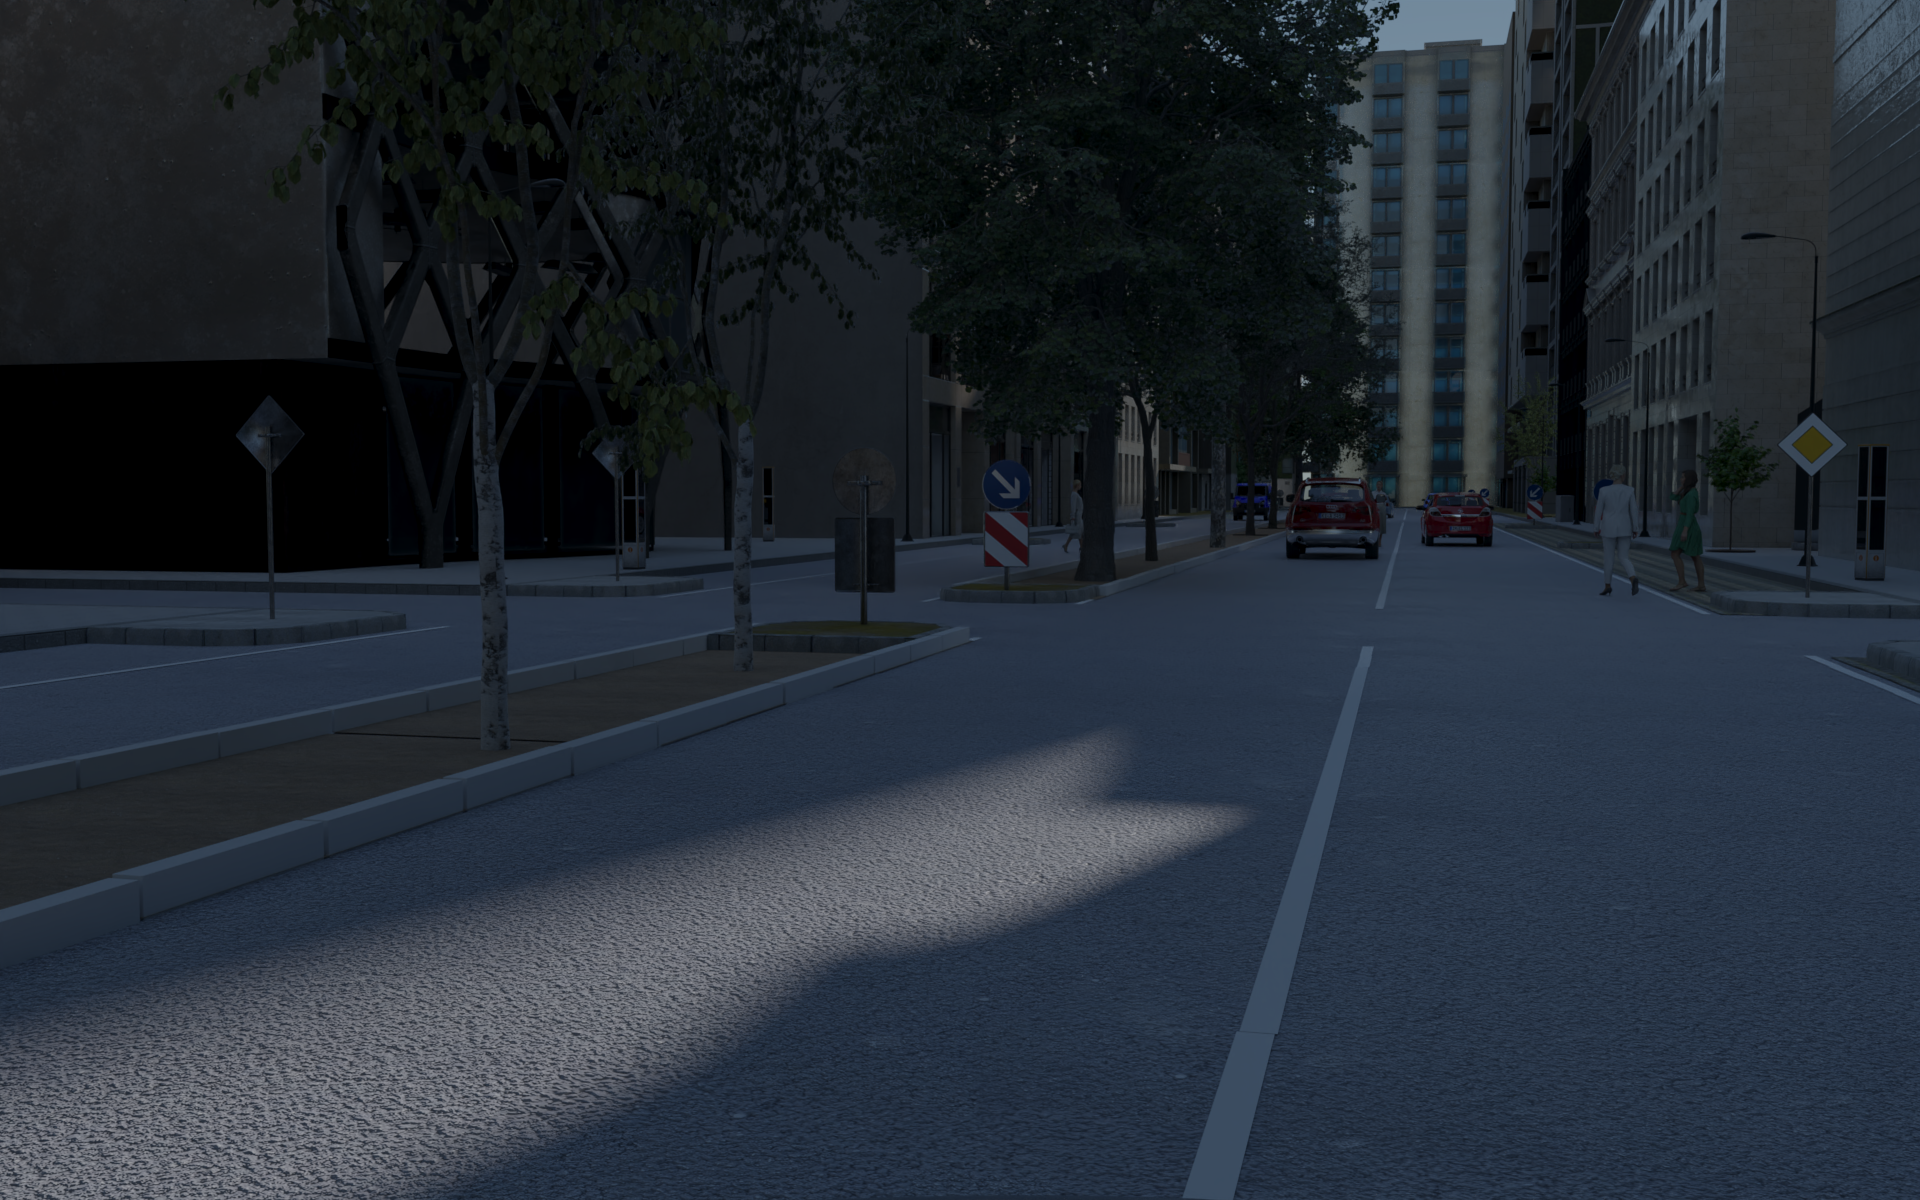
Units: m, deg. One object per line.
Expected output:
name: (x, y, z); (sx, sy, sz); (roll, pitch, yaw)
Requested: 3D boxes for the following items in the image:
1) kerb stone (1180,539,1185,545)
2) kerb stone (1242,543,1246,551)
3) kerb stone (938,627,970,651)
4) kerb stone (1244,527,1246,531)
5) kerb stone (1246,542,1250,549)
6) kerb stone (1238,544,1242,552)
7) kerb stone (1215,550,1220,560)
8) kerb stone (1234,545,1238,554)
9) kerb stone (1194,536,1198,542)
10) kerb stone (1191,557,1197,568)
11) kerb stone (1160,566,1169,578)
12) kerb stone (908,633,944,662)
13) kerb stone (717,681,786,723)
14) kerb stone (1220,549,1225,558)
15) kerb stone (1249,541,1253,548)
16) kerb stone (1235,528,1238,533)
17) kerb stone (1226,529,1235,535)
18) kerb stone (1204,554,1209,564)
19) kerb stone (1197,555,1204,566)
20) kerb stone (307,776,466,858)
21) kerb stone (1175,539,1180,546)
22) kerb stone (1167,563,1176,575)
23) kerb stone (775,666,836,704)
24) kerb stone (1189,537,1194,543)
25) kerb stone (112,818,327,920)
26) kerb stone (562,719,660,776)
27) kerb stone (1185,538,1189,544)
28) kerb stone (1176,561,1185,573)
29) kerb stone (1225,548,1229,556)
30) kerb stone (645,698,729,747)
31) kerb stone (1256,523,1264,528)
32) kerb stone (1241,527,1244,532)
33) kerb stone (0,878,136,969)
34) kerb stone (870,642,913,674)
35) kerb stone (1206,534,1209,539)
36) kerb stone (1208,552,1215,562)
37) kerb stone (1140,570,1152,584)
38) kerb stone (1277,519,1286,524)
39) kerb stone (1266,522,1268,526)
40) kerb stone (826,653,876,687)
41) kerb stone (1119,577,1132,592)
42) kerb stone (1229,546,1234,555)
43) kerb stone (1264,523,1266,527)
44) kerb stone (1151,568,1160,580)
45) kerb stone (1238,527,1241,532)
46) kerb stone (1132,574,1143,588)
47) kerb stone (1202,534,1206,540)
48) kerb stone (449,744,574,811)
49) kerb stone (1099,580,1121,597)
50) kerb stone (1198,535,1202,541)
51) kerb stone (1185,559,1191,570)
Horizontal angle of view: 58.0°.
kerb stone: (6.038, -1.579, 48.058); (0.120, 0.150, 1.000); (1, 4, 15)
kerb stone: (7.031, -1.306, 43.542); (0.120, 0.150, 1.000); (1, 4, 15)
kerb stone: (-0.092, 0.365, 16.235); (0.120, 0.150, 1.000); (1, 4, 15)
kerb stone: (10.686, -2.675, 65.937); (0.120, 0.150, 1.000); (1, 4, 15)
kerb stone: (7.283, -1.362, 44.533); (0.120, 0.150, 1.000); (1, 4, 15)
kerb stone: (6.767, -1.245, 42.554); (0.120, 0.150, 1.000); (1, 4, 15)
kerb stone: (5.480, -0.943, 37.606); (0.120, 0.150, 1.000); (1, 4, 15)
kerb stone: (6.512, -1.184, 41.564); (0.120, 0.150, 1.000); (1, 4, 15)
kerb stone: (6.812, -1.764, 51.033); (0.120, 0.150, 1.000); (1, 4, 15)
kerb stone: (4.442, -0.696, 33.634); (0.120, 0.150, 1.000); (1, 4, 15)
kerb stone: (3.408, -0.455, 29.672); (0.120, 0.150, 1.000); (1, 4, 15)
kerb stone: (-0.348, 0.427, 15.246); (0.120, 0.150, 1.000); (1, 4, 15)
kerb stone: (-1.386, 0.671, 11.288); (0.120, 0.150, 1.000); (1, 4, 15)
kerb stone: (5.736, -1.003, 38.596); (0.120, 0.150, 1.000); (1, 4, 15)
kerb stone: (7.537, -1.426, 45.533); (0.120, 0.150, 1.000); (1, 4, 15)
kerb stone: (9.910, -2.490, 62.962); (0.120, 0.150, 1.000); (1, 4, 15)
kerb stone: (9.655, -2.430, 61.971); (0.120, 0.150, 1.000); (1, 4, 15)
kerb stone: (4.957, -0.818, 35.623); (0.120, 0.150, 1.000); (1, 4, 15)
kerb stone: (4.700, -0.761, 34.633); (0.120, 0.150, 1.000); (1, 4, 15)
kerb stone: (-2.418, 0.912, 7.316); (0.120, 0.150, 1.000); (1, 4, 15)
kerb stone: (5.775, -1.521, 47.065); (0.120, 0.150, 1.000); (1, 4, 15)
kerb stone: (3.662, -0.518, 30.668); (0.120, 0.150, 1.000); (1, 4, 15)
kerb stone: (-1.118, 0.607, 12.275); (0.120, 0.150, 1.000); (1, 4, 15)
kerb stone: (6.554, -1.701, 50.037); (0.120, 0.150, 1.000); (1, 4, 15)
kerb stone: (-2.677, 0.971, 6.316); (0.120, 0.150, 1.000); (1, 4, 15)
kerb stone: (-1.894, 0.792, 9.305); (0.120, 0.150, 1.000); (1, 4, 15)
kerb stone: (6.291, -1.642, 49.048); (0.120, 0.150, 1.000); (1, 4, 15)
kerb stone: (3.936, -0.576, 31.653); (0.120, 0.150, 1.000); (1, 4, 15)
kerb stone: (5.990, -1.064, 39.586); (0.120, 0.150, 1.000); (1, 4, 15)
kerb stone: (-1.635, 0.728, 10.293); (0.120, 0.150, 1.000); (1, 4, 15)
kerb stone: (12.751, -3.160, 73.889); (0.120, 0.150, 1.000); (1, 4, 15)
kerb stone: (10.434, -2.614, 64.944); (0.120, 0.150, 1.000); (1, 4, 15)
kerb stone: (-2.928, 1.039, 5.325); (0.120, 0.150, 1.000); (1, 4, 15)
kerb stone: (-0.607, 0.486, 14.255); (0.120, 0.150, 1.000); (1, 4, 15)
kerb stone: (7.581, -1.946, 54.020); (0.120, 0.150, 1.000); (1, 4, 15)
kerb stone: (5.218, -0.882, 36.611); (0.120, 0.150, 1.000); (1, 4, 15)
kerb stone: (2.900, -0.336, 27.687); (0.120, 0.150, 1.000); (1, 4, 15)
kerb stone: (16.122, -3.951, 86.790); (0.120, 0.150, 1.000); (1, 4, 15)
kerb stone: (13.279, -3.282, 75.870); (0.120, 0.150, 1.000); (1, 4, 15)
kerb stone: (-0.868, 0.548, 13.267); (0.120, 0.150, 1.000); (1, 4, 15)
kerb stone: (2.377, -0.214, 25.702); (0.120, 0.150, 1.000); (1, 4, 15)
kerb stone: (6.256, -1.123, 40.574); (0.120, 0.150, 1.000); (1, 4, 15)
kerb stone: (13.021, -3.222, 74.875); (0.120, 0.150, 1.000); (1, 4, 15)
kerb stone: (3.143, -0.397, 28.685); (0.120, 0.150, 1.000); (1, 4, 15)
kerb stone: (10.175, -2.552, 63.955); (0.120, 0.150, 1.000); (1, 4, 15)
kerb stone: (2.640, -0.266, 26.698); (0.120, 0.150, 1.000); (1, 4, 15)
kerb stone: (7.326, -1.885, 53.019); (0.120, 0.150, 1.000); (1, 4, 15)
kerb stone: (-2.157, 0.849, 8.314); (0.120, 0.150, 1.000); (1, 4, 15)
kerb stone: (2.118, -0.150, 24.705); (0.120, 0.150, 1.000); (1, 4, 15)
kerb stone: (7.062, -1.824, 52.024); (0.120, 0.150, 1.000); (1, 4, 15)
kerb stone: (4.183, -0.639, 32.645); (0.120, 0.150, 1.000); (1, 4, 15)
